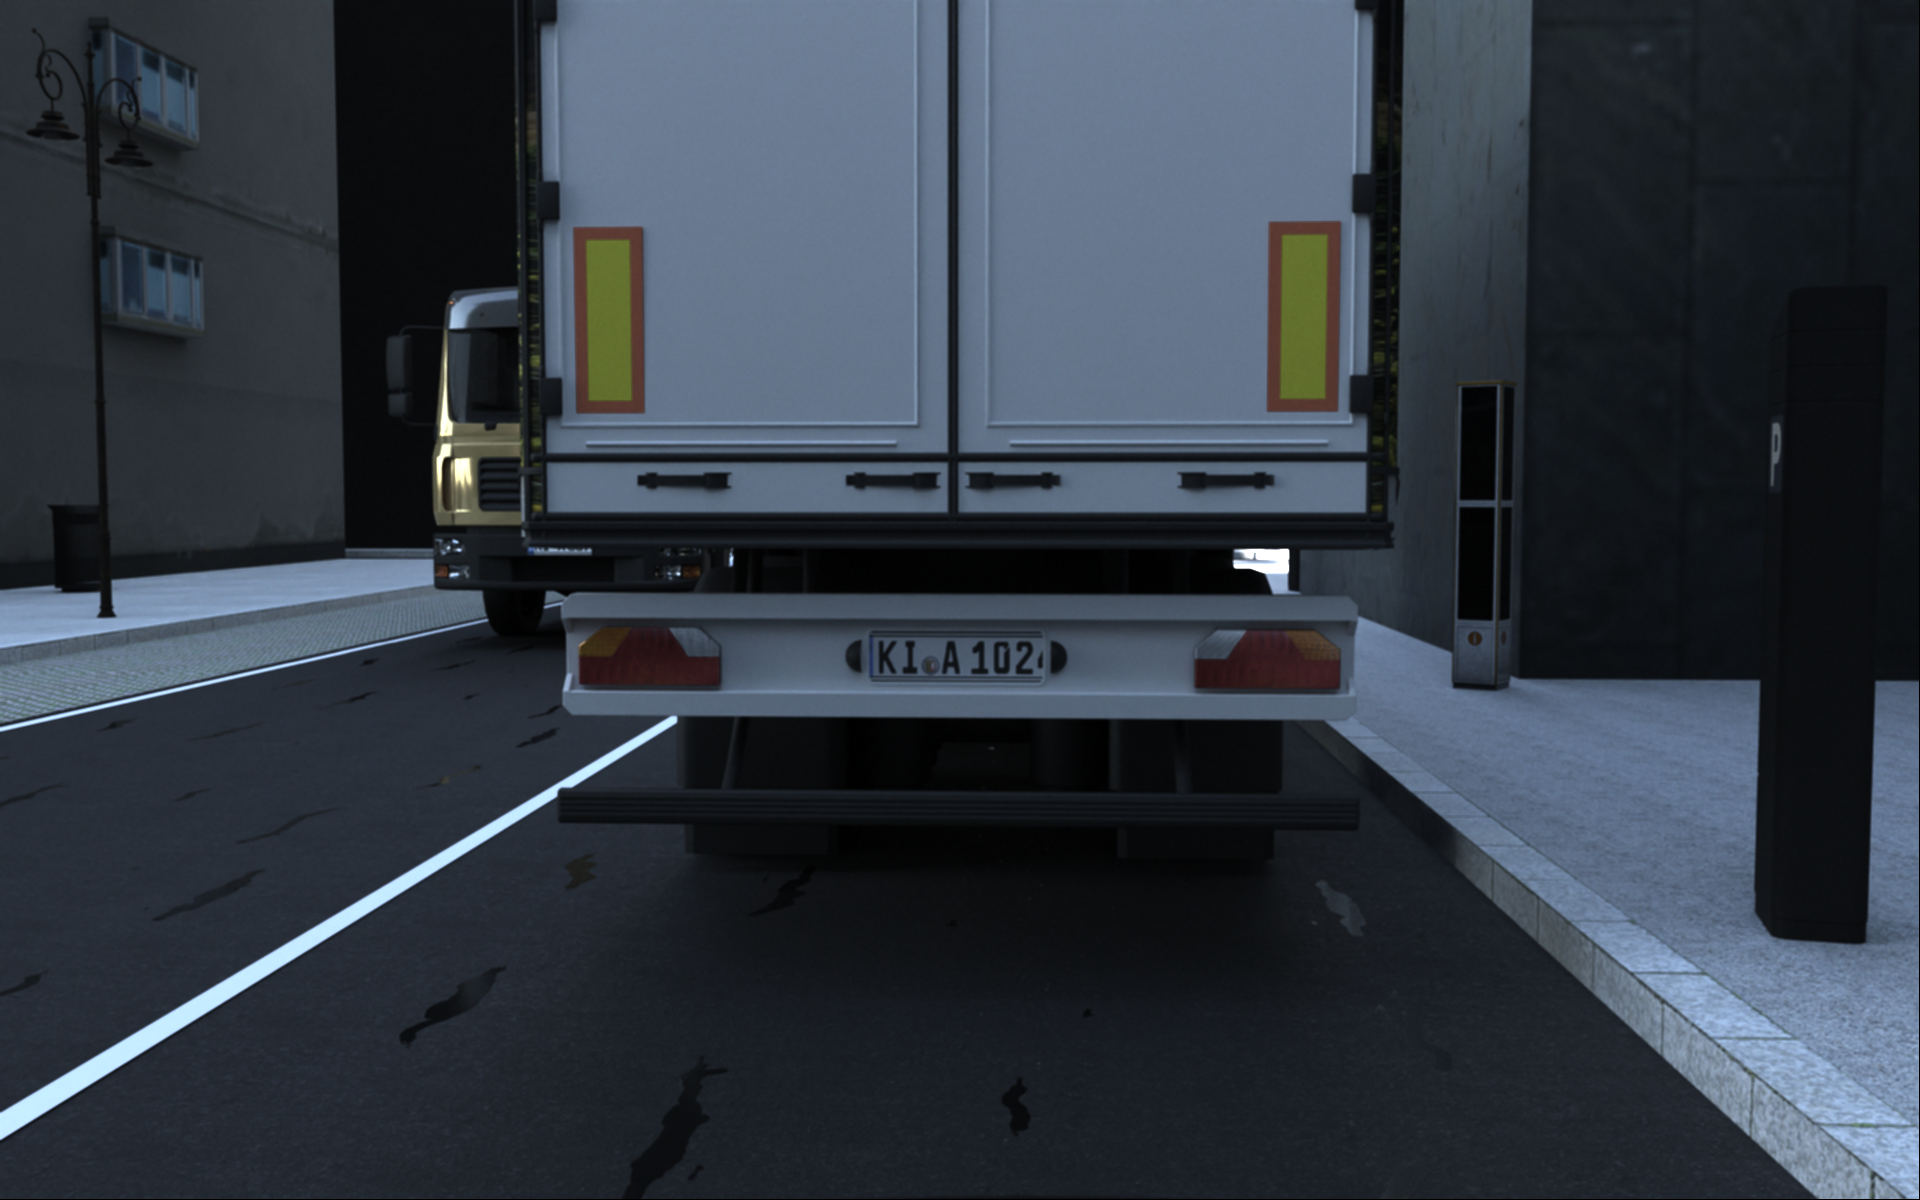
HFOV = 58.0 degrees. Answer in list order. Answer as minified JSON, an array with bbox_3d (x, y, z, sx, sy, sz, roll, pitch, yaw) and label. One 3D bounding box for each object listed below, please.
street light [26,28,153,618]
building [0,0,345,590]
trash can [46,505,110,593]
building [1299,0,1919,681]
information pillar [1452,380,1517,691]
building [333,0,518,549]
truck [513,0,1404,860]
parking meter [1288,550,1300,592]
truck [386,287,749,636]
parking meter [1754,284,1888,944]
[{"bbox_3d":[-8.885,-2.756,17.856,0.468,5.910,1.993,0,4,3],"label":"street light"},{"bbox_3d":[-23.253,-24.416,22.901,21.600,48.544,21.300,0,4,3],"label":"building"},{"bbox_3d":[-11.550,-0.677,22.725,0.748,1.137,0.748,0,3,0],"label":"trash can"},{"bbox_3d":[14.772,-42.273,3.831,22.319,86.520,31.000,0,4,3],"label":"building"},{"bbox_3d":[3.454,-0.424,11.417,0.304,2.012,0.304,2,4,35],"label":"information pillar"},{"bbox_3d":[-13.914,-13.346,47.892,12.332,23.373,15.834,0,4,3],"label":"building"},{"bbox_3d":[0.258,-1.306,10.261,2.839,4.237,11.283,0,4,3],"label":"truck"},{"bbox_3d":[4.518,-1.052,22.913,0.255,1.863,0.399,0,4,-6],"label":"parking meter"},{"bbox_3d":[-3.340,-1.447,19.590,3.469,3.379,9.791,0,4,4],"label":"truck"},{"bbox_3d":[2.519,0.038,5.088,0.255,1.863,0.399,1,4,16],"label":"parking meter"}]
